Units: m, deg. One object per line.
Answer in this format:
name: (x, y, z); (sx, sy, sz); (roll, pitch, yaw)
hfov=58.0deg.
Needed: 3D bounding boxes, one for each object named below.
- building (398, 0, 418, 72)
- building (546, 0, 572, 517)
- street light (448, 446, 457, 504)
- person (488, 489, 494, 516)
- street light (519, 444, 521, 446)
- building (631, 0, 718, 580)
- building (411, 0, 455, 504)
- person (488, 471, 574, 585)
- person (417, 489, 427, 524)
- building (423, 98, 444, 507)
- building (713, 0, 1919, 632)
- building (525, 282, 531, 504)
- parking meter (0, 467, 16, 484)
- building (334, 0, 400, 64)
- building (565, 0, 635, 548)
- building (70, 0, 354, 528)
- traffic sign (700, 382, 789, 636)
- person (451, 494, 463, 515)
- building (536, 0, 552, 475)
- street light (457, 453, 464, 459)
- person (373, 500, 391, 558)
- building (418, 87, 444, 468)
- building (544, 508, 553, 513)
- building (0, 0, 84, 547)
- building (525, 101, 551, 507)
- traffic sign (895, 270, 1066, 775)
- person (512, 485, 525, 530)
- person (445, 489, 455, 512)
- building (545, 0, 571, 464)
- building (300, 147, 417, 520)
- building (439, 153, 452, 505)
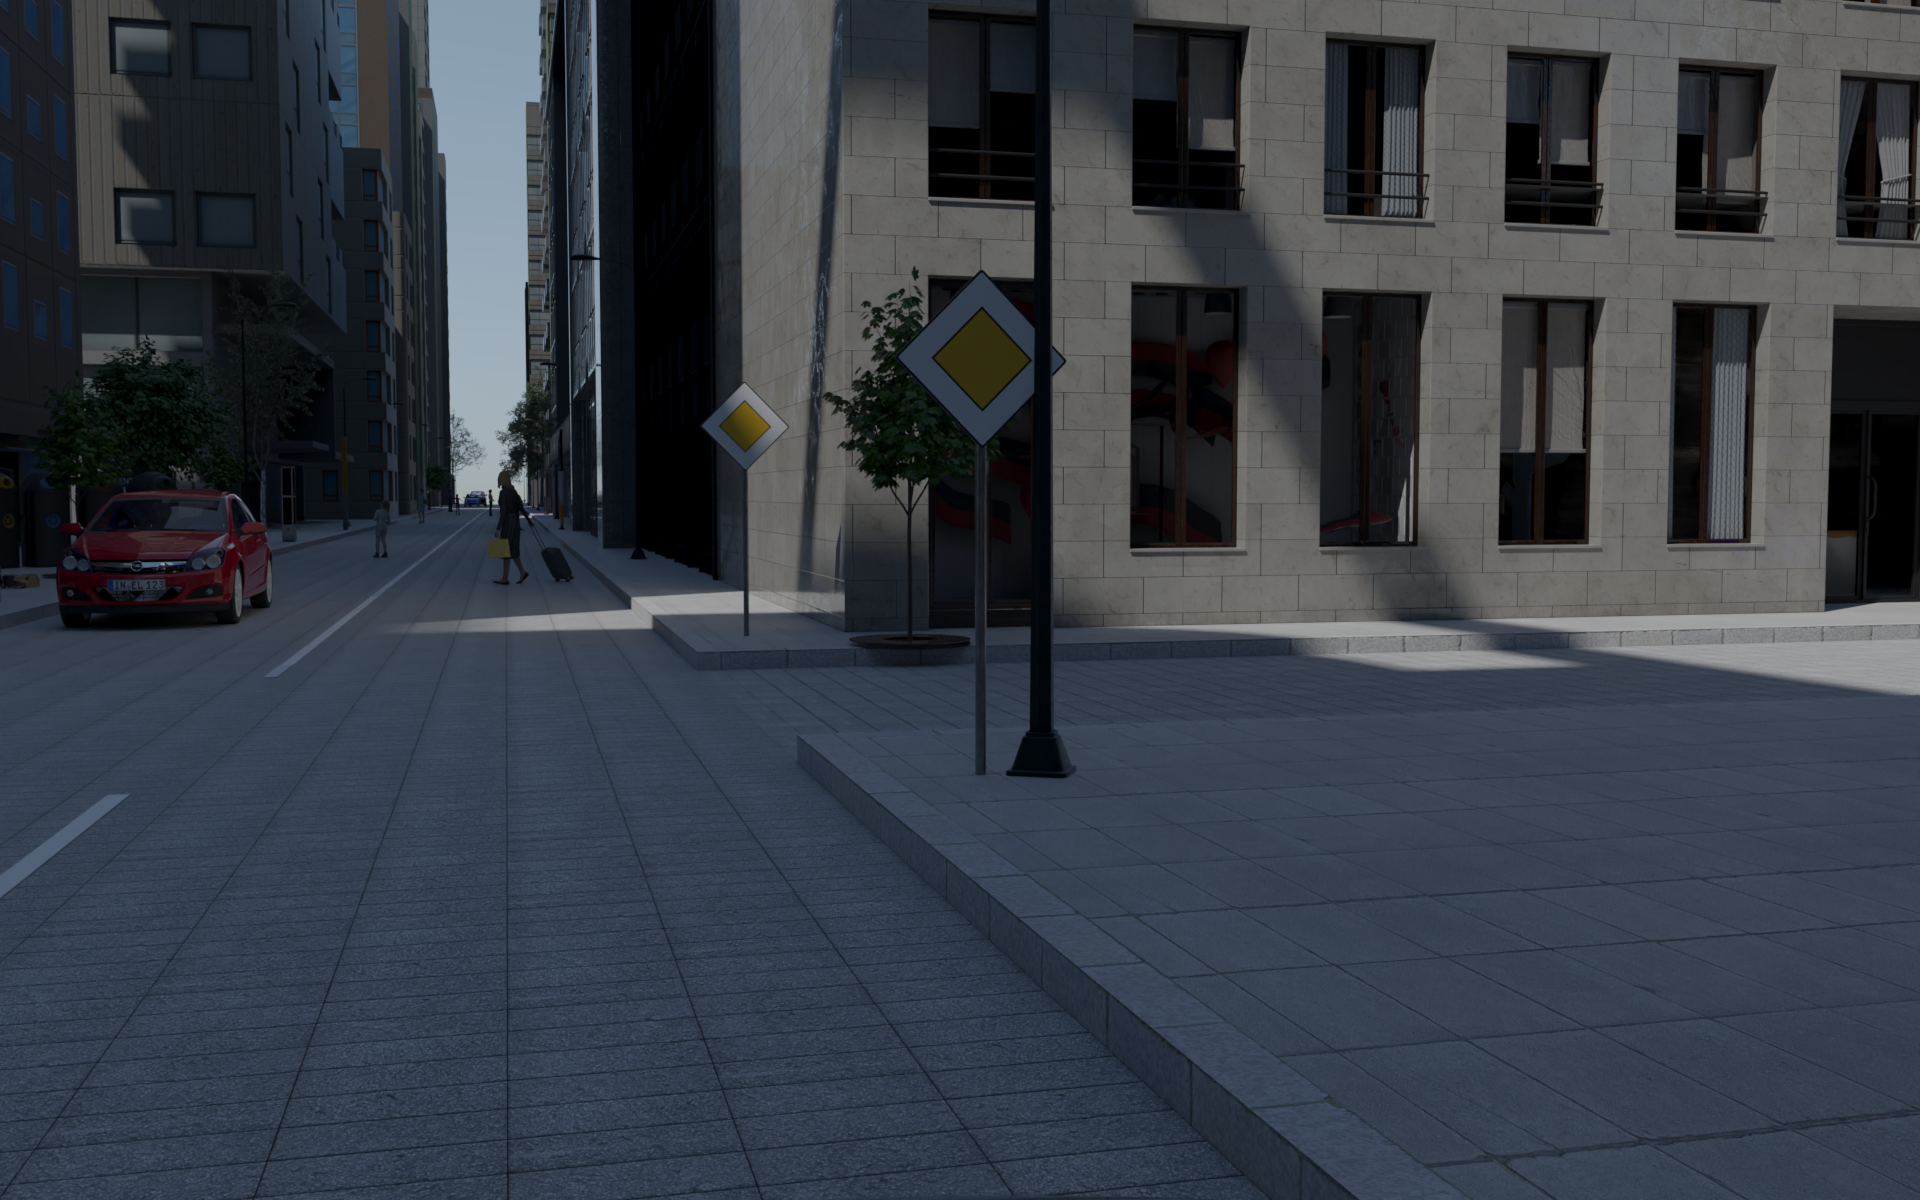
building: (-53.303, -28.334, 146.861); (14.154, 41.232, 14.086); (-1, 4, -15)
building: (-17.592, -20.344, 104.323); (14.160, 30.474, 14.107); (-1, 4, -15)
street light: (-49.948, -11.977, 168.364); (1.470, 5.913, 1.316); (-1, 4, -15)
person: (-30.129, -6.255, 111.474); (0.721, 1.736, 1.217); (0, 4, -3)
street light: (-33.368, -9.909, 134.549); (1.470, 5.913, 1.316); (-1, 4, -15)
building: (0.299, -12.509, 34.199); (12.332, 23.373, 15.834); (-1, 4, -15)
building: (-74.084, -47.520, 215.210); (20.563, 71.187, 20.611); (-1, 4, -15)
person: (-6.893, -1.163, 27.731); (1.509, 1.804, 0.699); (-3, 5, -42)
person: (-26.249, -4.586, 84.481); (0.522, 1.701, 0.512); (-1, 4, -20)
building: (-59.559, -29.883, 172.189); (14.154, 41.232, 14.086); (-1, 4, -15)
building: (5.755, -10.265, 22.582); (16.860, 20.320, 10.420); (-1, 4, -15)
building: (-52.188, -28.462, 237.062); (14.160, 30.474, 14.107); (-1, 4, -15)
parking meter: (-19.562, -1.820, 35.467); (0.399, 1.863, 0.255); (0, 4, -6)
building: (-45.949, -28.676, 118.969); (14.600, 45.320, 14.200); (-1, 4, -15)
building: (-5.124, -14.261, 51.190); (12.078, 24.808, 19.932); (-1, 4, -15)
building: (-38.587, -29.113, 65.241); (28.713, 52.752, 27.495); (-1, 4, -15)
traffic sign: (-1.933, -0.731, 15.588); (0.795, 2.450, 0.064); (-1, 4, -15)
person: (-34.191, -6.499, 117.977); (0.991, 1.433, 0.599); (-3, 5, -43)
building: (-24.595, -32.420, 149.670); (23.786, 49.044, 30.456); (-1, 4, -15)
street light: (-57.060, -13.621, 195.237); (1.470, 5.913, 1.316); (-1, 4, -15)
person: (-13.033, -1.601, 38.955); (0.394, 1.301, 0.425); (2, 4, 25)
building: (-63.178, -32.769, 185.887); (14.600, 45.320, 14.200); (-1, 4, -15)
building: (-13.548, -26.474, 124.736); (32.217, 40.220, 23.993); (-1, 4, -15)
building: (-29.117, -23.735, 38.178); (14.600, 45.320, 14.200); (-1, 4, -15)
building: (-38.981, -30.689, 185.352); (14.154, 41.232, 14.086); (-1, 4, -15)
traffic sign: (0.091, -0.258, 7.863); (0.795, 2.450, 0.064); (-1, 4, -15)
person: (-17.647, -3.660, 68.518); (0.721, 1.800, 0.419); (0, 4, 8)
person: (-40.911, -7.983, 139.106); (1.350, 1.814, 0.705); (2, 4, 32)
building: (-10.360, -15.691, 75.615); (14.314, 24.678, 30.058); (-1, 4, -15)
building: (-45.950, -15.439, 97.463); (27.650, 21.520, 28.899); (-1, 4, -15)
building: (-66.590, -31.596, 200.182); (14.154, 41.232, 14.086); (-1, 4, -15)
